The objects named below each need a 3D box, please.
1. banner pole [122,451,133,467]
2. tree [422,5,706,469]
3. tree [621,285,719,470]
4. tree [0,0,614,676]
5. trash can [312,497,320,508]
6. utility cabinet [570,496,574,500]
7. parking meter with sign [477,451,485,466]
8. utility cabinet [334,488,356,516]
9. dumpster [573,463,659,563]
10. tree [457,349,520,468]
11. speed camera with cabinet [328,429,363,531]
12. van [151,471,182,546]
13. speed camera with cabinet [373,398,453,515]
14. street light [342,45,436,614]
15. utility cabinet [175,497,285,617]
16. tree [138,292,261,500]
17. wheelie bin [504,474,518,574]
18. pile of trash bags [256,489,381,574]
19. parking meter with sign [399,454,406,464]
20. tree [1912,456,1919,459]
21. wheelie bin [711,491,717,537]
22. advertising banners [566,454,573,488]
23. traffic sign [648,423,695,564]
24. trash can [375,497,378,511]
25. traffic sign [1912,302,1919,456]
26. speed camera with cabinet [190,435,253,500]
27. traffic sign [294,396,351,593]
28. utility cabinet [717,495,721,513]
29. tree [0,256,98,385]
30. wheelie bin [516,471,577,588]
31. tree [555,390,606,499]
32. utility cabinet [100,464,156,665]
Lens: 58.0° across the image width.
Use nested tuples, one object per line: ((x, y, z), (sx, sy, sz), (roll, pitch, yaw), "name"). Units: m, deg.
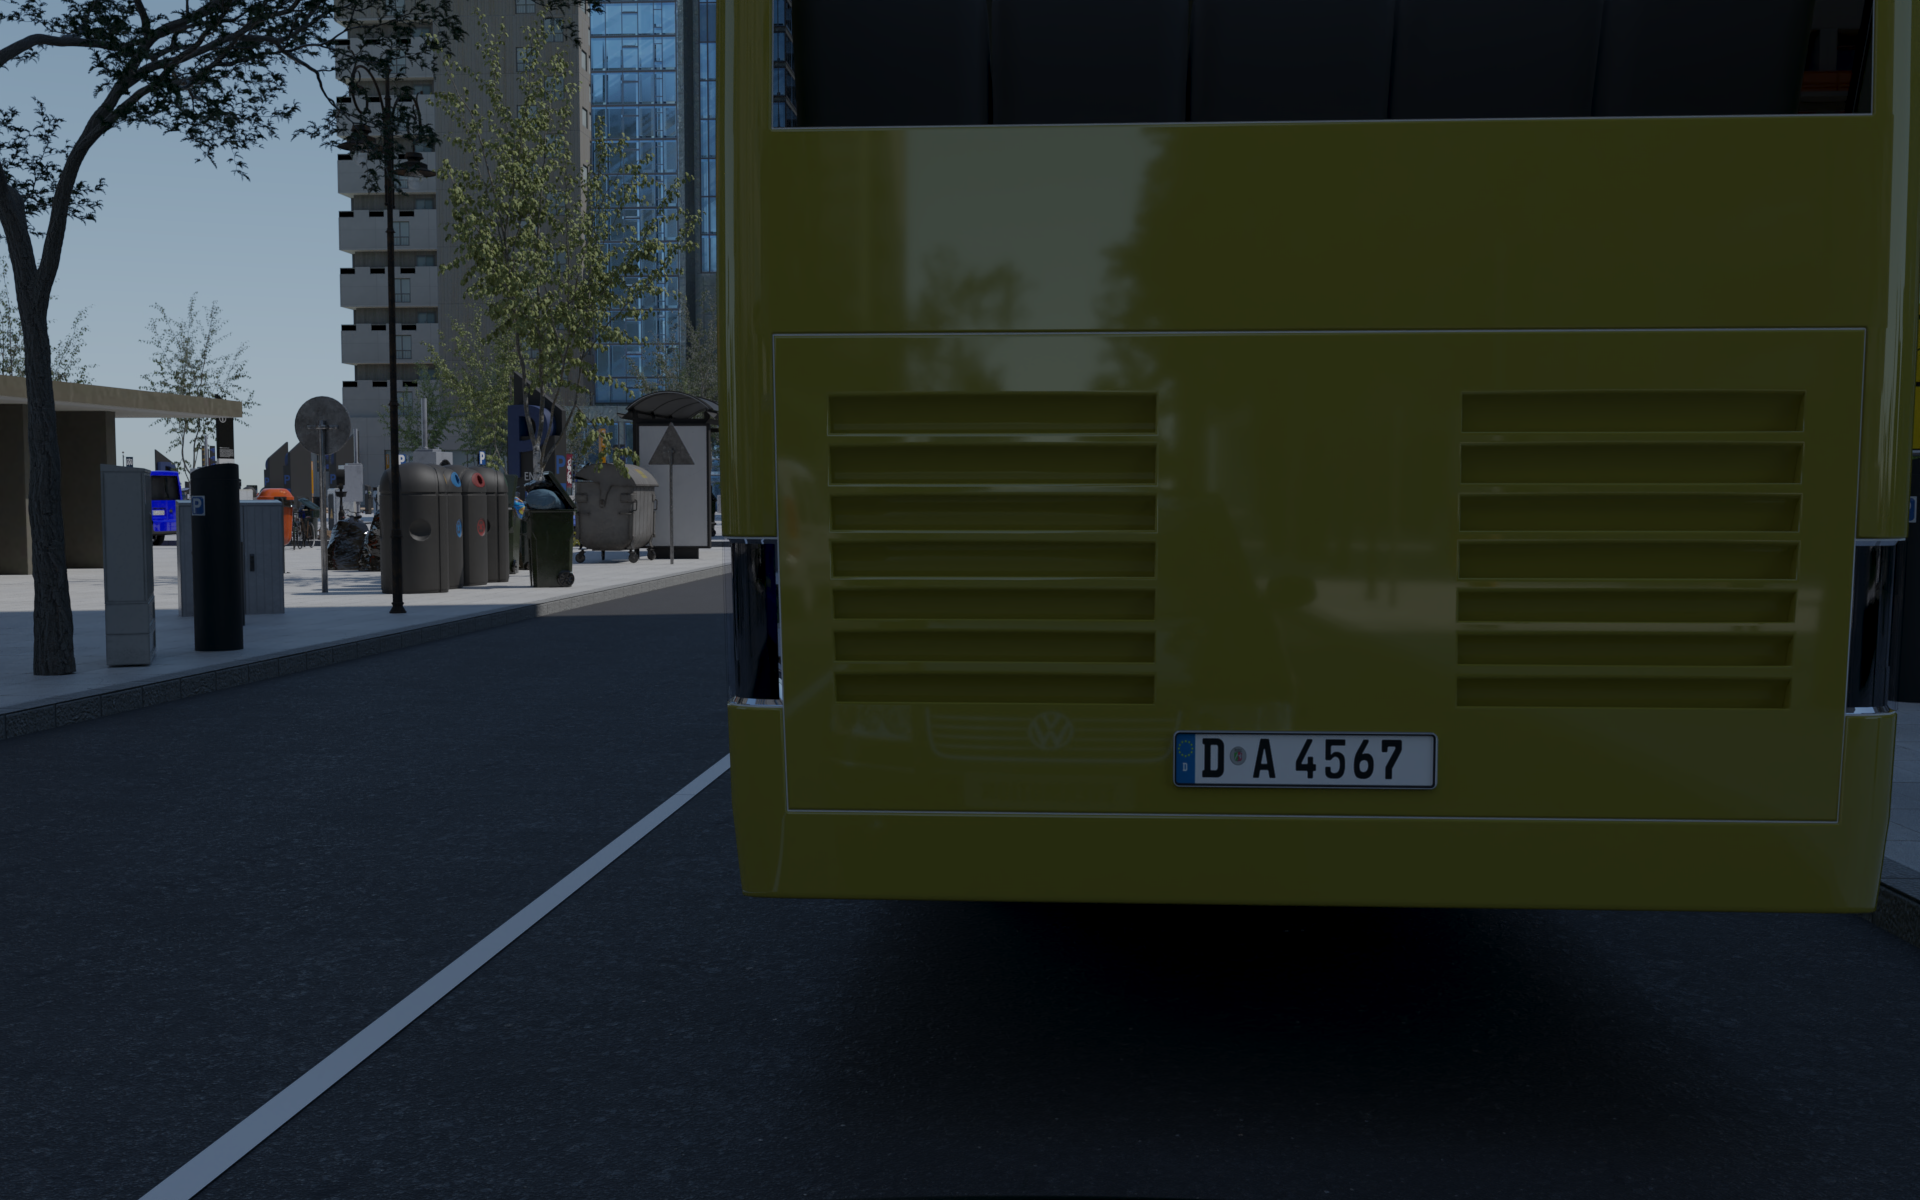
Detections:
((-48.899, -6.834, 101.745), (0.401, 3.779, 0.863), (2, 4, 31), "banner pole")
((-6.350, -4.661, 26.563), (4.737, 8.622, 4.395), (0, 3, 0), "tree")
((-9.291, -6.733, 60.448), (4.360, 8.622, 3.978), (0, 3, 0), "tree")
((-6.474, -4.769, 12.382), (8.767, 10.594, 7.601), (0, 4, -7), "tree")
((-36.016, -5.253, 97.542), (0.748, 1.137, 0.748), (0, 3, 0), "trash can")
((-15.462, -3.458, 67.694), (0.306, 1.237, 1.020), (1, 4, 14), "utility cabinet")
((-18.600, -4.521, 70.180), (1.738, 3.016, 0.543), (1, 4, 10), "parking meter with sign")
((-23.881, -3.592, 67.415), (0.318, 1.500, 1.173), (1, 4, 13), "utility cabinet")
((-6.521, -1.653, 32.778), (1.264, 1.857, 1.865), (0, 4, 4), "dumpster")
((-23.198, -8.326, 86.497), (4.360, 8.622, 3.978), (0, 3, 0), "tree")
((-18.837, -3.588, 53.005), (0.660, 3.252, 2.038), (-2, 4, -33), "speed camera with cabinet")
((-23.308, -2.517, 45.536), (5.245, 2.365, 2.240), (0, 4, 3), "van")
((-11.030, -2.494, 35.121), (0.660, 3.252, 2.038), (1, 4, 13), "speed camera with cabinet")
((-6.060, -2.795, 18.492), (0.468, 5.910, 1.993), (0, 4, 4), "street light")
((-7.757, -0.444, 18.423), (1.020, 1.237, 0.306), (-2, 4, -31), "utility cabinet")
((-28.273, -6.943, 63.885), (4.360, 8.622, 3.978), (0, 3, 0), "tree")
((-7.452, -1.219, 27.834), (0.980, 1.594, 0.693), (0, 4, -2), "wheelie bin")
((-10.083, -1.183, 29.094), (3.447, 1.369, 1.912), (-3, 5, -44), "pile of trash bags")
((-23.633, -4.833, 75.285), (1.738, 3.016, 0.543), (1, 4, 23), "parking meter with sign")
((15.902, -2.743, 28.562), (4.285, 4.588, 4.351), (0, 3, 0), "tree")
((-7.729, -2.712, 52.248), (0.693, 1.594, 0.980), (-2, 4, -24), "wheelie bin")
((-17.151, -4.775, 74.257), (0.090, 3.025, 2.074), (1, 4, 20), "advertising banners")
((-5.258, -1.929, 31.546), (0.884, 2.594, 0.081), (1, 4, 11), "traffic sign")
((-24.503, -3.792, 73.652), (0.748, 1.137, 0.748), (0, 3, 0), "trash can")
((6.081, -1.078, 11.495), (2.265, 3.308, 0.079), (0, 4, 5), "traffic sign")
((-25.196, -3.961, 59.104), (0.660, 3.252, 2.038), (2, 4, 31), "speed camera with cabinet")
((-8.277, -1.369, 22.497), (0.768, 2.556, 0.104), (0, 4, 6), "traffic sign")
((-16.096, -6.421, 116.142), (0.306, 1.237, 1.020), (-1, 4, -14), "utility cabinet")
((-28.576, -6.250, 52.543), (4.360, 8.622, 3.978), (0, 3, 0), "tree")
((-5.671, -0.979, 23.915), (0.693, 1.594, 0.980), (-1, 4, -20), "wheelie bin")
((-26.137, -10.216, 117.393), (4.360, 8.622, 3.978), (0, 3, 0), "tree")
((-6.367, -0.283, 13.305), (0.318, 1.500, 1.173), (-1, 4, -23), "utility cabinet")
